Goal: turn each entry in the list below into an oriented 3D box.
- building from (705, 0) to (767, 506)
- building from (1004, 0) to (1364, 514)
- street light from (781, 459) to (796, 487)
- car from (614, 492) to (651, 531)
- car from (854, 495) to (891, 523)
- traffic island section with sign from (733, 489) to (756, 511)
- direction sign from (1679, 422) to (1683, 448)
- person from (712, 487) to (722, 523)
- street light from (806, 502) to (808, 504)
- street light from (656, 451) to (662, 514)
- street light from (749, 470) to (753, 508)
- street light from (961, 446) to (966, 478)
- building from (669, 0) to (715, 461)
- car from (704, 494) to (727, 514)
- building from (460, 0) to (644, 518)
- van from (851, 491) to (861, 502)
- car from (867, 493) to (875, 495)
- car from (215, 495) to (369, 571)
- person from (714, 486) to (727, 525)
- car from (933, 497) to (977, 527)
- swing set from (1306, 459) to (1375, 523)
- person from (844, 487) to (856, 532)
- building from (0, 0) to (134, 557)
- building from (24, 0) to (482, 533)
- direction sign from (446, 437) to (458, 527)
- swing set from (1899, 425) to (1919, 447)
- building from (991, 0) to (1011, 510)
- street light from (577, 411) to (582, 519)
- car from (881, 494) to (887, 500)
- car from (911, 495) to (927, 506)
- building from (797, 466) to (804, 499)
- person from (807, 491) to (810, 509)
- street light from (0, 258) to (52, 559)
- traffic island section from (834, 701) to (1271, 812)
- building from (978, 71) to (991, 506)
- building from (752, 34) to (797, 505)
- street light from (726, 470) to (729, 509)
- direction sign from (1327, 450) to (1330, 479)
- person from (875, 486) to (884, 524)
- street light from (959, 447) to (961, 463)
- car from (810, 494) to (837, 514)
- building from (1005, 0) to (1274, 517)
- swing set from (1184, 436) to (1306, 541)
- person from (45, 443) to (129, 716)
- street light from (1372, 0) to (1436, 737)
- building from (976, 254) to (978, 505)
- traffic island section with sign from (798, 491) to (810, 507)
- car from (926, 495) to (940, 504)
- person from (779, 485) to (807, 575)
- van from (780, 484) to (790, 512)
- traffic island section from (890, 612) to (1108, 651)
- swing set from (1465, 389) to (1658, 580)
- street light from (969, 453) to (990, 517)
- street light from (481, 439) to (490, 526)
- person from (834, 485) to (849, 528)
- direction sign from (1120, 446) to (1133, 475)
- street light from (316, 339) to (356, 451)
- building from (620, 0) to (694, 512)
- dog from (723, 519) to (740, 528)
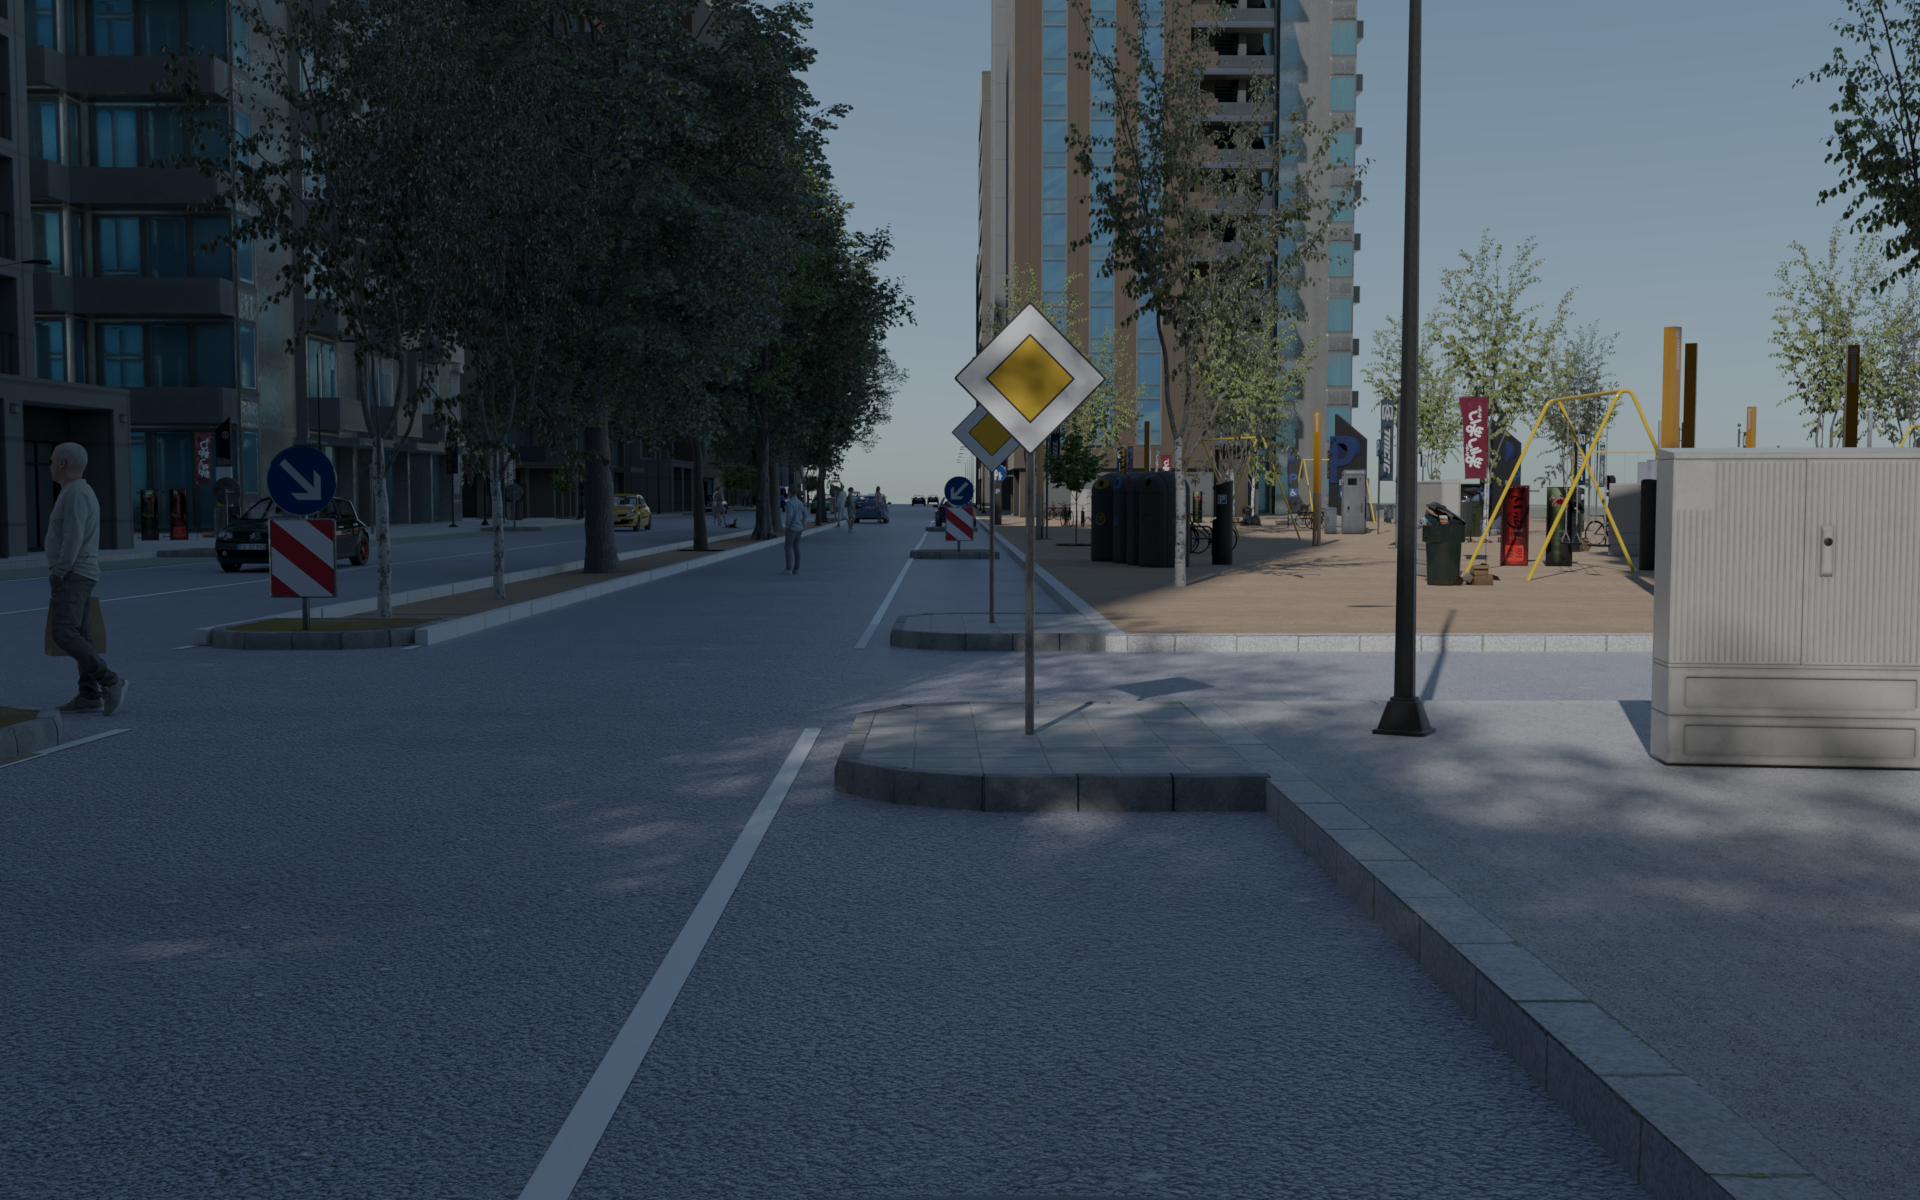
[{"bbox_3d":[-35.612,-36.733,189.824,28.713,52.752,27.495,0,4,0],"label":"building"},{"bbox_3d":[15.165,-30.782,122.902,23.786,49.044,30.456,0,4,0],"label":"building"},{"bbox_3d":[-19.618,-13.650,195.719,1.470,5.913,1.316,0,4,0],"label":"street light"},{"bbox_3d":[-13.173,-3.512,67.640,2.015,1.641,3.980,0,4,-1],"label":"car"},{"bbox_3d":[-4.422,-4.535,86.150,2.014,1.417,4.499,0,4,-1],"label":"car"},{"bbox_3d":[-17.813,-8.288,144.140,1.989,1.847,2.006,0,4,0],"label":"traffic island section with sign"},{"bbox_3d":[22.715,-3.842,54.806,0.379,3.537,0.876,-3,4,-38],"label":"direction sign"},{"bbox_3d":[-11.805,-4.618,84.234,0.478,1.798,0.641,-3,4,-38],"label":"person"},{"bbox_3d":[-19.700,-14.725,213.292,1.470,5.913,1.316,0,4,0],"label":"street light"},{"bbox_3d":[-19.001,-8.546,112.263,1.470,5.913,1.316,0,4,0],"label":"street light"},{"bbox_3d":[-19.352,-11.771,164.990,1.470,5.913,1.316,0,4,0],"label":"street light"},{"bbox_3d":[1.023,-9.818,133.070,1.470,5.913,1.316,0,4,0],"label":"street light"},{"bbox_3d":[-28.617,-30.456,148.065,14.600,45.320,14.200,0,4,0],"label":"building"},{"bbox_3d":[-17.473,-6.868,122.084,2.009,1.686,4.222,0,3,0],"label":"car"},{"bbox_3d":[-31.922,-27.607,105.993,22.147,44.769,28.867,0,4,0],"label":"building"},{"bbox_3d":[-14.093,-13.822,232.998,2.013,2.044,4.112,0,4,-2],"label":"van"},{"bbox_3d":[-9.687,-11.178,192.348,1.945,1.707,3.694,0,4,2],"label":"car"},{"bbox_3d":[-12.792,-1.440,33.332,2.009,1.686,4.222,0,4,0],"label":"car"},{"bbox_3d":[-10.977,-4.318,79.441,0.599,1.781,0.374,2,4,24],"label":"person"},{"bbox_3d":[-0.201,-3.816,74.977,1.945,1.354,3.894,0,4,-2],"label":"car"},{"bbox_3d":[16.584,-4.896,77.662,3.119,2.851,2.862,-1,4,-12],"label":"swing set"},{"bbox_3d":[-4.089,-3.387,64.876,0.522,1.701,0.512,-1,4,-18],"label":"person"},{"bbox_3d":[-29.608,-36.437,33.995,20.563,71.187,20.611,0,4,0],"label":"building"},{"bbox_3d":[-33.178,-27.432,68.118,23.786,49.044,30.456,0,4,0],"label":"building"},{"bbox_3d":[-19.666,-4.594,67.115,0.379,3.537,0.876,-3,5,-44],"label":"direction sign"},{"bbox_3d":[21.614,-2.479,38.152,2.862,2.851,3.119,0,4,4],"label":"swing set"},{"bbox_3d":[13.205,-37.338,152.477,21.231,58.520,28.212,0,4,0],"label":"building"},{"bbox_3d":[-18.814,-7.053,87.851,1.470,5.913,1.316,0,4,0],"label":"street light"},{"bbox_3d":[-10.822,-13.703,233.084,2.155,1.783,4.494,0,4,-1],"label":"car"},{"bbox_3d":[-4.978,-12.043,209.482,1.945,1.354,3.894,0,4,-1],"label":"car"},{"bbox_3d":[-29.211,-36.072,239.886,14.600,45.320,14.200,0,4,0],"label":"building"},{"bbox_3d":[-14.348,-9.504,164.602,0.721,1.735,1.217,0,4,-2],"label":"person"},{"bbox_3d":[-18.587,-3.775,34.268,1.470,5.913,1.316,0,4,0],"label":"street light"},{"bbox_3d":[0.392,0.797,9.252,2.009,0.180,2.903,0,4,0],"label":"traffic island section"},{"bbox_3d":[12.852,-34.697,190.996,21.300,48.544,21.600,0,4,0],"label":"building"},{"bbox_3d":[-32.443,-41.354,218.136,21.231,58.520,28.212,0,4,0],"label":"building"},{"bbox_3d":[-19.294,-10.691,147.345,1.470,5.913,1.316,0,4,0],"label":"street light"},{"bbox_3d":[19.148,-5.972,89.632,0.379,3.537,0.876,0,4,-5],"label":"direction sign"},{"bbox_3d":[-3.894,-4.572,83.265,0.388,1.821,0.555,1,4,22],"label":"person"},{"bbox_3d":[0.862,-10.882,150.465,1.470,5.913,1.316,0,4,0],"label":"street light"},{"bbox_3d":[-10.038,-7.250,127.337,1.959,1.807,4.718,0,4,-1],"label":"car"},{"bbox_3d":[9.807,-27.559,100.693,14.600,45.320,14.200,0,4,0],"label":"building"},{"bbox_3d":[7.421,-3.096,48.244,2.862,2.851,3.119,-2,4,-27],"label":"swing set"},{"bbox_3d":[-5.775,-0.148,11.411,0.515,1.767,0.782,-2,4,-24],"label":"person"},{"bbox_3d":[1.846,-2.238,9.135,1.470,5.913,1.316,0,4,0],"label":"street light"},{"bbox_3d":[8.902,-26.767,209.342,14.160,30.474,14.107,0,4,0],"label":"building"},{"bbox_3d":[-18.166,-11.577,197.911,1.989,1.847,2.006,0,4,0],"label":"traffic island section with sign"},{"bbox_3d":[-3.860,-14.431,248.519,1.945,1.354,3.894,0,3,0],"label":"car"},{"bbox_3d":[-2.981,-1.265,30.998,0.330,1.601,0.589,3,4,38],"label":"person"},{"bbox_3d":[-15.027,-8.425,142.127,2.240,2.365,5.245,0,4,2],"label":"van"},{"bbox_3d":[0.338,0.308,17.237,2.009,0.180,2.903,0,4,0],"label":"traffic island section"},{"bbox_3d":[9.814,-1.798,27.025,2.862,2.851,3.119,0,4,-2],"label":"swing set"},{"bbox_3d":[1.299,-7.651,97.637,1.470,5.913,1.316,0,4,0],"label":"street light"},{"bbox_3d":[-18.820,-5.989,70.455,1.470,5.913,1.316,0,4,0],"label":"street light"},{"bbox_3d":[-4.986,-4.021,74.116,0.818,1.842,0.514,0,4,7],"label":"person"},{"bbox_3d":[7.864,-5.501,81.941,0.379,3.537,0.876,-3,4,-38],"label":"direction sign"},{"bbox_3d":[-18.665,-4.854,51.908,1.470,5.913,1.316,0,4,0],"label":"street light"},{"bbox_3d":[-30.516,-42.302,129.890,20.563,71.187,20.611,0,4,0],"label":"building"},{"bbox_3d":[-9.578,-3.205,72.600,0.748,0.427,0.550,3,4,38],"label":"dog"}]
